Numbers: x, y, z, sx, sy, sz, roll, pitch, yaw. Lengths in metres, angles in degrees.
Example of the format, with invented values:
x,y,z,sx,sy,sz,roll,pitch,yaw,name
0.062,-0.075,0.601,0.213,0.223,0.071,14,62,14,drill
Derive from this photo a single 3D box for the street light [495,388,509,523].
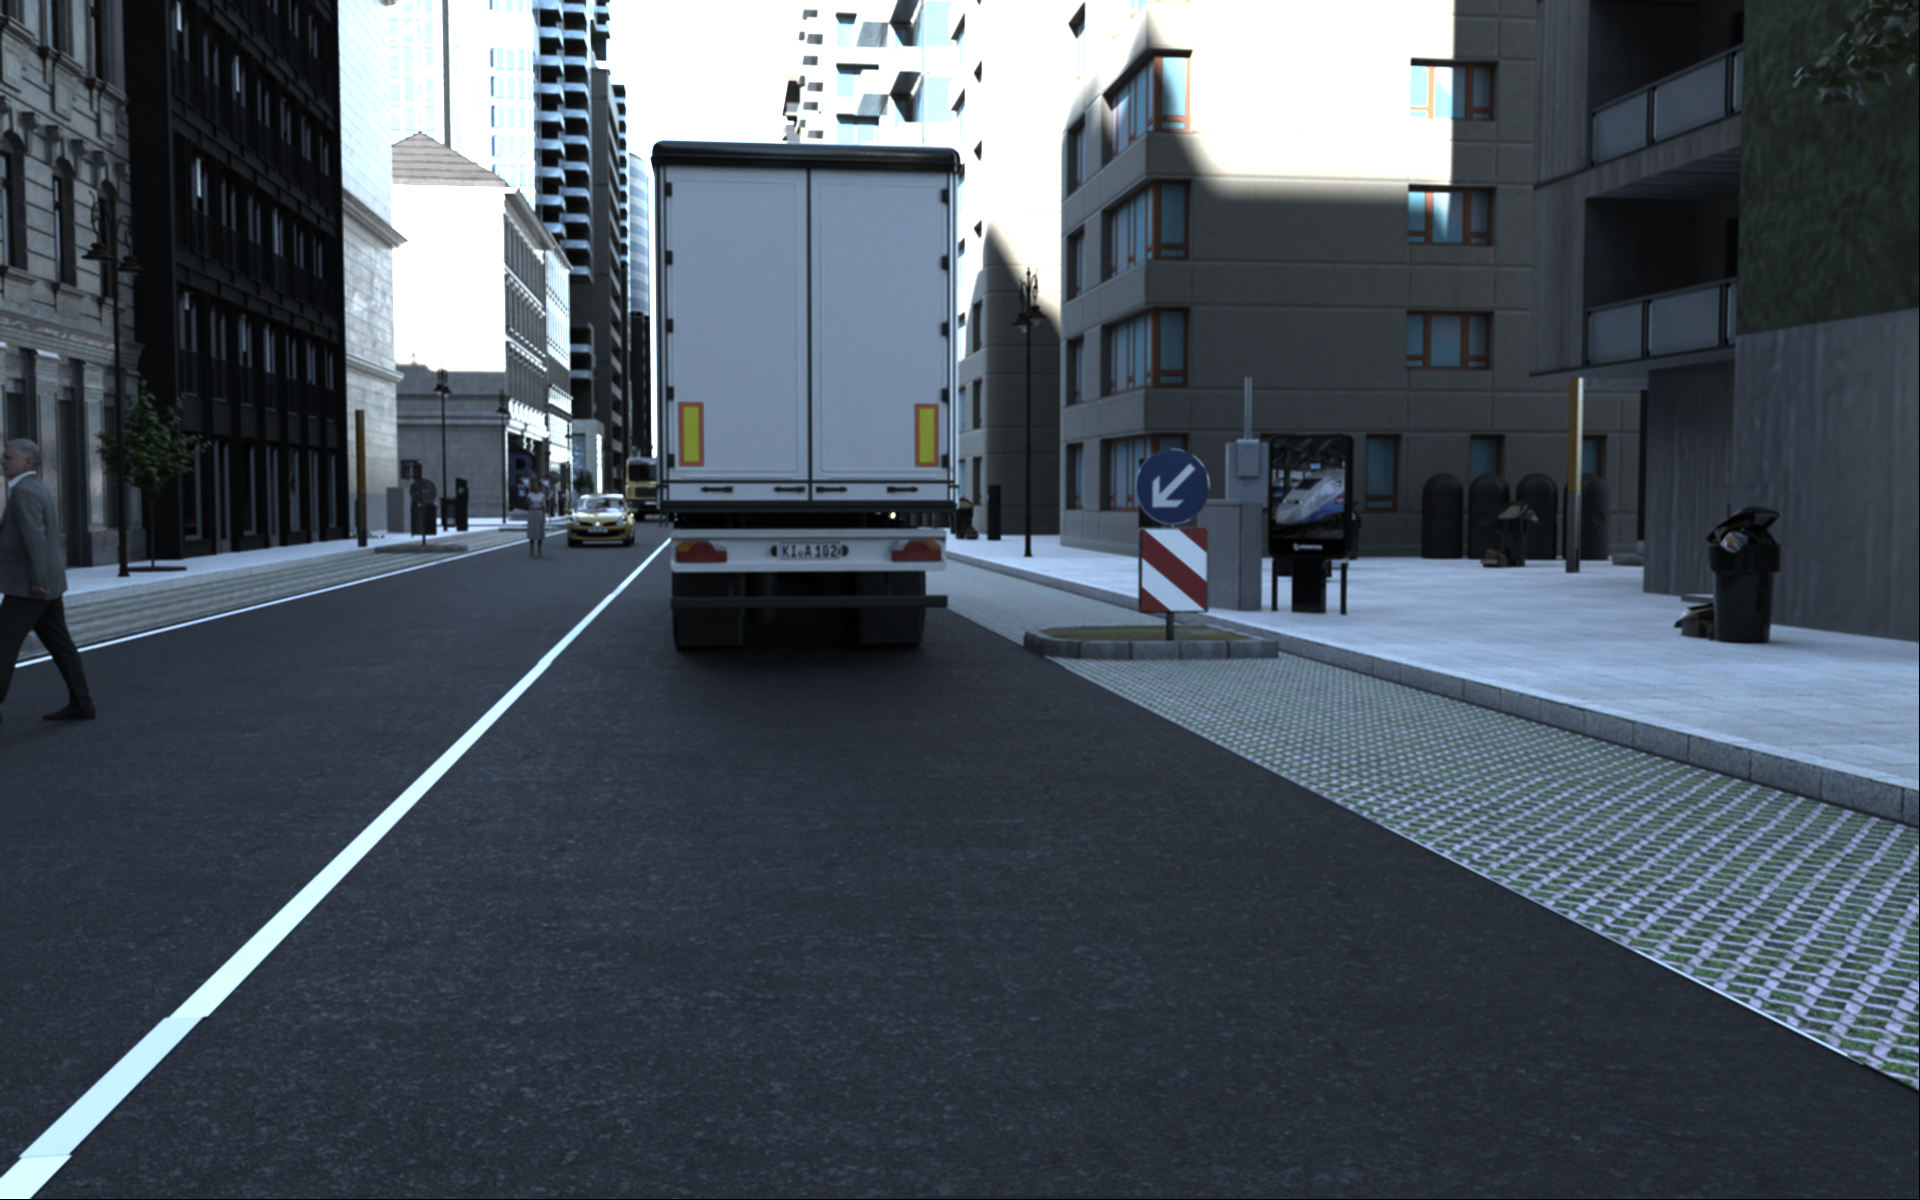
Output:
x,y,z,sx,sy,sz,roll,pitch,yaw,name
-19.971,-6.295,75.719,0.468,5.910,1.993,0,4,-8,street light

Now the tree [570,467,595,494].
x,y,z,sx,sy,sz,roll,pitch,yaw,name
-27.607,-8.210,128.831,1.663,3.219,1.824,0,3,0,tree

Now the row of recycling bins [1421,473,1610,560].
x,y,z,sx,sy,sz,roll,pitch,yaw,name
10.928,-1.654,34.154,3.534,1.692,1.069,1,4,17,row of recycling bins

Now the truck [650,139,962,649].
x,y,z,sx,sy,sz,roll,pitch,yaw,name
-1.971,-1.866,19.422,2.839,4.237,11.283,0,4,-8,truck

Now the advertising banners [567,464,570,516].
x,y,z,sx,sy,sz,roll,pitch,yaw,name
-23.363,-6.551,103.290,0.090,3.025,2.074,-1,4,-10,advertising banners

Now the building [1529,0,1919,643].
x,y,z,sx,sy,sz,roll,pitch,yaw,name
14.593,-20.524,19.165,14.154,41.232,14.086,0,4,-8,building

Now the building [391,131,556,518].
x,y,z,sx,sy,sz,roll,pitch,yaw,name
-29.029,-14.861,93.890,10.553,20.767,40.483,0,4,-8,building

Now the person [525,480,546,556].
x,y,z,sx,sy,sz,roll,pitch,yaw,name
-9.874,-1.911,40.313,0.480,1.755,0.524,-1,4,-23,person

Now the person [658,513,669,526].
x,y,z,sx,sy,sz,roll,pitch,yaw,name
-13.178,-4.182,77.053,0.661,1.801,0.590,-2,4,-27,person

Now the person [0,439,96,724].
x,y,z,sx,sy,sz,roll,pitch,yaw,name
-5.888,-0.117,10.815,0.834,1.777,0.661,-2,4,-29,person

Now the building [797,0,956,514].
x,y,z,sx,sy,sz,roll,pitch,yaw,name
-1.256,-31.620,136.602,23.786,49.044,30.456,0,4,-8,building

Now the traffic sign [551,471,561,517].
x,y,z,sx,sy,sz,roll,pitch,yaw,name
-22.317,-5.810,95.106,0.768,2.556,0.104,0,4,-1,traffic sign

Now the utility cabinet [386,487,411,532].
x,y,z,sx,sy,sz,roll,pitch,yaw,name
-18.566,-2.979,57.377,0.318,1.500,1.173,-3,5,-45,utility cabinet

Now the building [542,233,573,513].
x,y,z,sx,sy,sz,roll,pitch,yaw,name
-33.197,-16.769,123.316,9.793,20.994,18.267,0,4,-8,building

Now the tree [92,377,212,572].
x,y,z,sx,sy,sz,roll,pitch,yaw,name
-13.674,-2.102,28.970,1.663,3.219,1.824,0,3,0,tree

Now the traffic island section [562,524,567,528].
x,y,z,sx,sy,sz,roll,pitch,yaw,name
-17.776,-3.225,75.004,2.009,0.180,2.903,0,4,-8,traffic island section

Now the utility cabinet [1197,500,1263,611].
x,y,z,sx,sy,sz,roll,pitch,yaw,name
3.026,-0.508,19.470,0.306,1.237,1.020,-1,4,-20,utility cabinet

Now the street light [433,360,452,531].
x,y,z,sx,sy,sz,roll,pitch,yaw,name
-17.882,-5.335,60.007,0.468,5.910,1.993,0,4,-8,street light

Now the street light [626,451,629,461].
x,y,z,sx,sy,sz,roll,pitch,yaw,name
-35.169,-12.905,183.791,0.468,5.910,1.993,0,4,-8,street light

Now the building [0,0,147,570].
x,y,z,sx,sy,sz,roll,pitch,yaw,name
-19.015,-10.642,23.150,9.793,20.994,18.267,0,4,-8,building

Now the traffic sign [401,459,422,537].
x,y,z,sx,sy,sz,roll,pitch,yaw,name
-16.227,-3.005,51.260,0.606,2.300,0.079,0,4,-7,traffic sign

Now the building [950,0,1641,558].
x,y,z,sx,sy,sz,roll,pitch,yaw,name
15.332,-12.539,50.057,27.650,21.520,28.899,0,4,-8,building

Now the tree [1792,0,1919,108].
x,y,z,sx,sy,sz,roll,pitch,yaw,name
6.338,-5.459,7.384,7.486,12.596,7.792,0,3,0,tree

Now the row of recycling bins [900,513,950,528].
x,y,z,sx,sy,sz,roll,pitch,yaw,name
-1.313,-3.666,67.053,1.069,1.692,3.534,-3,4,-37,row of recycling bins

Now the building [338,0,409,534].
x,y,z,sx,sy,sz,roll,pitch,yaw,name
-31.172,-16.472,56.702,23.554,28.519,14.401,0,4,-8,building

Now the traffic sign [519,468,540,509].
x,y,z,sx,sy,sz,roll,pitch,yaw,name
-16.638,-3.877,67.039,0.795,2.450,0.064,0,4,-8,traffic sign

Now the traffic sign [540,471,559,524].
x,y,z,sx,sy,sz,roll,pitch,yaw,name
-17.754,-4.361,74.946,0.795,2.450,0.064,0,4,-8,traffic sign

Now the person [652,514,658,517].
x,y,z,sx,sy,sz,roll,pitch,yaw,name
-19.093,-5.765,107.780,0.505,1.210,0.382,-2,4,-30,person

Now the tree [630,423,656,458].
x,y,z,sx,sy,sz,roll,pitch,yaw,name
-41.540,-17.768,224.926,8.767,10.594,7.601,0,4,-7,tree

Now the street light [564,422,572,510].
x,y,z,sx,sy,sz,roll,pitch,yaw,name
-24.569,-8.318,108.792,0.468,5.910,1.993,0,4,-8,street light

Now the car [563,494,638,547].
x,y,z,sx,sy,sz,roll,pitch,yaw,name
-10.025,-2.340,48.486,2.015,1.641,3.980,-1,4,-8,car

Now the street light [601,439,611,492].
x,y,z,sx,sy,sz,roll,pitch,yaw,name
-29.274,-10.382,142.531,0.468,5.910,1.993,0,4,-8,street light

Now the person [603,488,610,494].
x,y,z,sx,sy,sz,roll,pitch,yaw,name
-23.159,-6.406,113.148,0.836,1.842,0.656,3,4,38,person

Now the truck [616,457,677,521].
x,y,z,sx,sy,sz,roll,pitch,yaw,name
-16.530,-5.951,93.219,3.469,3.379,9.791,0,4,-8,truck

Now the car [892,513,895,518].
x,y,z,sx,sy,sz,roll,pitch,yaw,name
-0.941,-3.940,74.636,3.980,1.641,2.015,-1,4,-8,car

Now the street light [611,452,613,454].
x,y,z,sx,sy,sz,roll,pitch,yaw,name
-30.458,-10.878,150.646,0.468,5.910,1.993,0,4,-8,street light

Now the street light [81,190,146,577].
x,y,z,sx,sy,sz,roll,pitch,yaw,name
-13.010,-3.302,26.770,0.468,5.910,1.993,0,4,-8,street light

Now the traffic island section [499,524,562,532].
x,y,z,sx,sy,sz,roll,pitch,yaw,name
-16.661,-2.741,67.097,2.009,0.180,2.903,0,4,-8,traffic island section

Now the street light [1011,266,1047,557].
x,y,z,sx,sy,sz,roll,pitch,yaw,name
1.396,-3.827,35.359,0.468,5.910,1.993,0,4,-8,street light

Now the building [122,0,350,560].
x,y,z,sx,sy,sz,roll,pitch,yaw,name
-22.386,-12.864,39.998,12.332,23.373,15.834,0,4,-8,building
